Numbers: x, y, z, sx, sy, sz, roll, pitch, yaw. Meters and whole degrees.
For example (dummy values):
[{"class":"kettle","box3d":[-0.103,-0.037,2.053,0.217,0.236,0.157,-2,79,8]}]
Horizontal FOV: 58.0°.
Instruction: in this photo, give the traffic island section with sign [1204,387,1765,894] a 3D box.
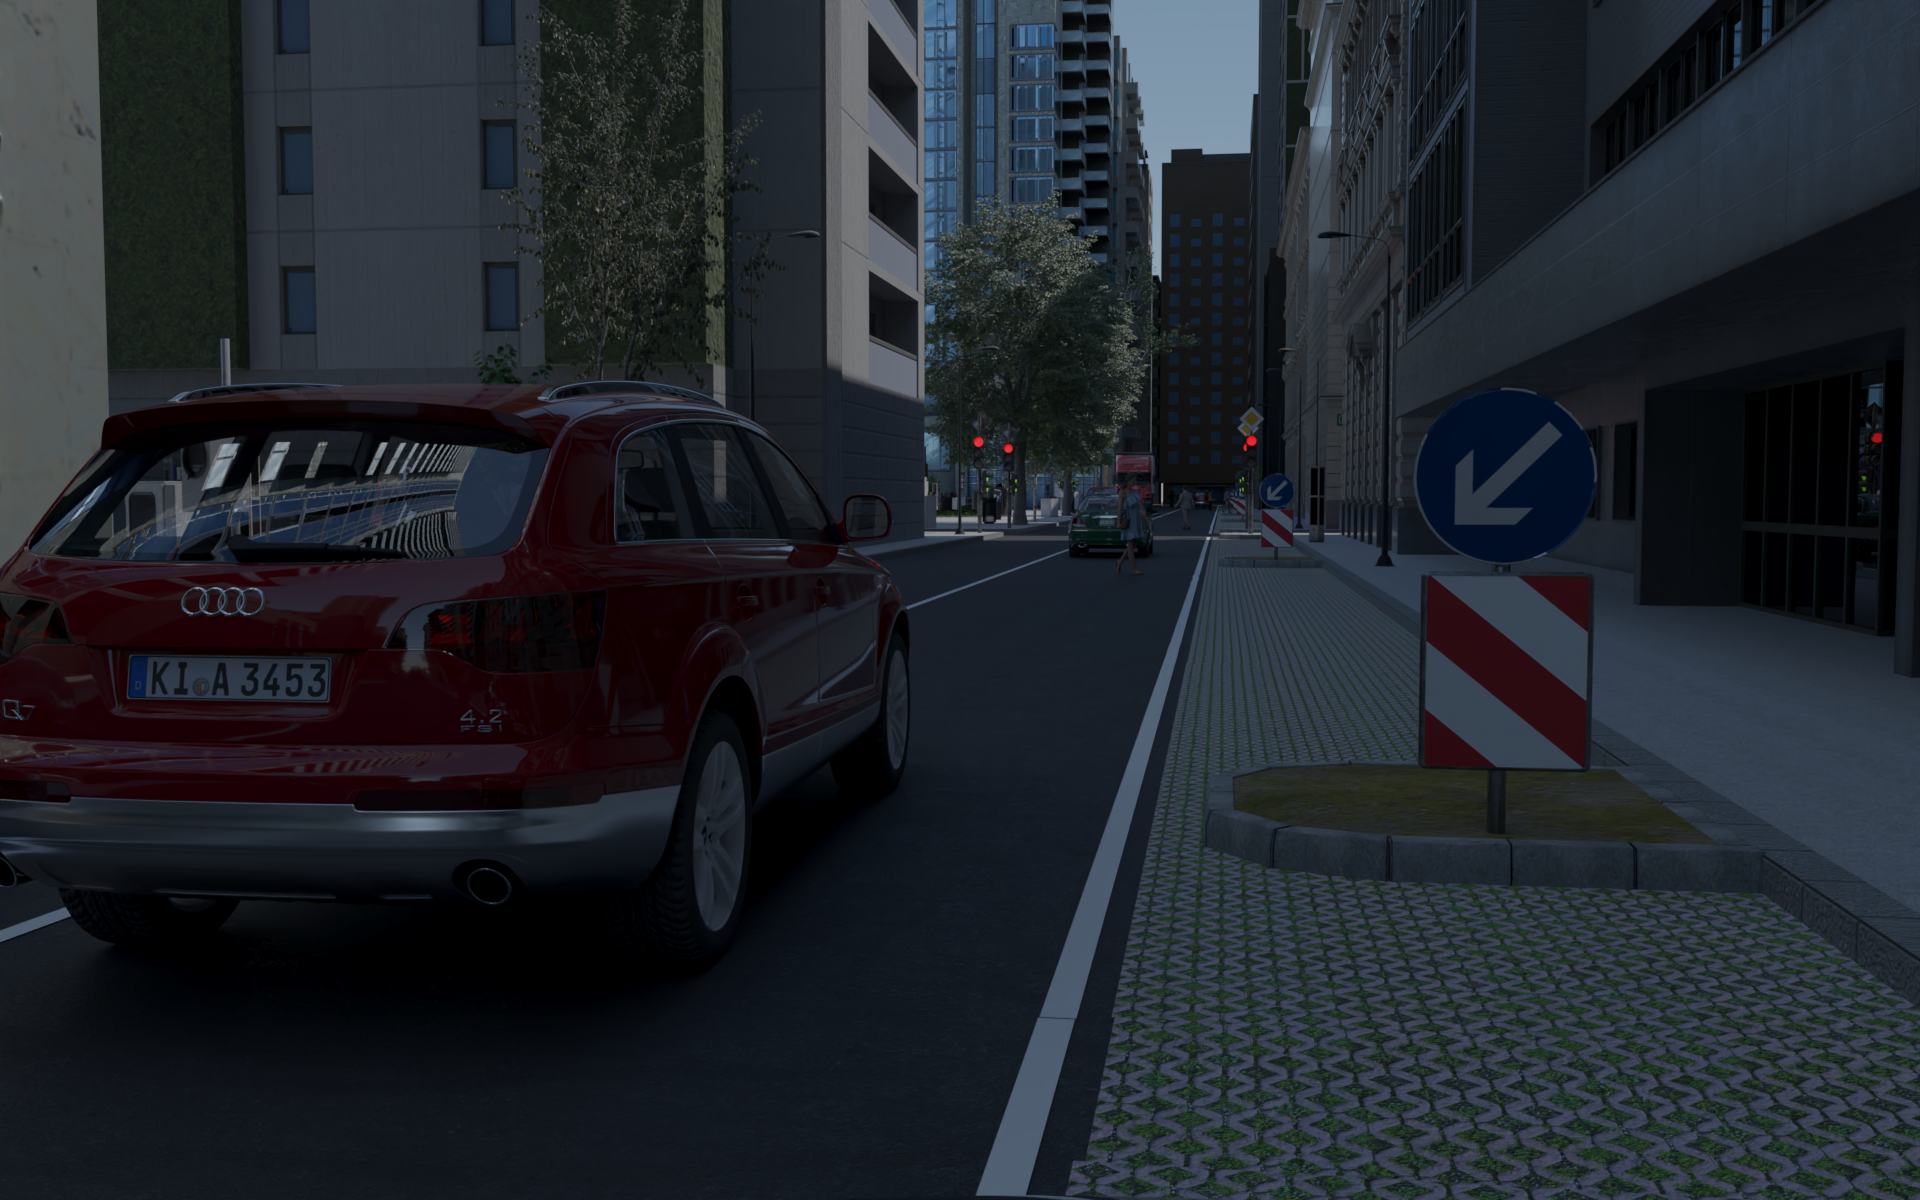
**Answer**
[{"class":"traffic island section with sign","box3d":[2.038,0.085,7.241,1.989,1.847,2.006,1,4,9]}]

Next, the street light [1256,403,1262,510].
[{"class":"street light","box3d":[15.816,-7.098,88.597,1.470,5.913,1.316,1,4,9]}]

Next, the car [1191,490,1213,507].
[{"class":"car","box3d":[23.587,-9.823,169.280,2.281,1.827,5.304,1,4,8]}]

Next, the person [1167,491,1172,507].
[{"class":"person","box3d":[23.131,-11.117,190.273,0.705,1.822,1.348,2,4,35]}]

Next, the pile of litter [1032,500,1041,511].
[{"class":"pile of litter","box3d":[6.428,-7.360,134.299,1.719,0.858,1.176,0,4,0]}]

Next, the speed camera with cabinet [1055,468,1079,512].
[{"class":"speed camera with cabinet","box3d":[7.572,-7.868,122.983,0.660,3.252,2.038,3,5,43]}]

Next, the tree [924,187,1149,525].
[{"class":"tree","box3d":[2.387,-10.090,71.621,9.857,13.997,8.962,0,3,0]}]

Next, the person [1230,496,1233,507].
[{"class":"person","box3d":[29.353,-10.888,187.239,1.217,1.743,0.721,3,4,38]}]

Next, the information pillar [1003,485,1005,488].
[{"class":"information pillar","box3d":[3.271,-7.951,134.492,0.304,2.012,0.304,3,5,45]}]

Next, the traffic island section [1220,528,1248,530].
[{"class":"traffic island section","box3d":[10.567,-2.529,63.635,2.009,0.180,2.903,1,4,9]}]

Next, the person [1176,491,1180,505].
[{"class":"person","box3d":[26.240,-12.241,209.171,0.617,1.759,0.750,3,4,37]}]

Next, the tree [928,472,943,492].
[{"class":"tree","box3d":[-2.363,-8.879,139.774,1.663,3.219,1.824,0,3,0]}]

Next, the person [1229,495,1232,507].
[{"class":"person","box3d":[26.856,-9.906,170.462,1.348,1.824,0.705,-3,4,-39]}]

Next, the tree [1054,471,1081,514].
[{"class":"tree","box3d":[6.989,-7.121,111.027,1.663,3.219,1.824,0,3,0]}]

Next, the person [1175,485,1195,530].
[{"class":"person","box3d":[9.026,-3.700,69.273,0.678,1.792,0.850,-2,4,-25]}]

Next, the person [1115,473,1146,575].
[{"class":"person","box3d":[2.976,-1.358,30.790,0.616,1.811,0.778,-2,4,-35]}]

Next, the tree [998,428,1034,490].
[{"class":"tree","box3d":[4.503,-10.294,118.671,4.360,8.622,3.978,0,3,0]}]

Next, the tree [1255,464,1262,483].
[{"class":"tree","box3d":[25.410,-9.594,140.568,4.285,4.588,4.351,0,3,0]}]

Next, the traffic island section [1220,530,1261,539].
[{"class":"traffic island section","box3d":[9.372,-2.046,55.739,2.009,0.180,2.903,1,4,9]}]

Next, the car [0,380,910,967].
[{"class":"car","box3d":[-1.510,0.108,6.900,2.281,1.827,5.304,0,4,8]}]

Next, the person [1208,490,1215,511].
[{"class":"person","box3d":[21.031,-8.348,145.081,0.705,1.812,1.348,-1,4,-13]}]

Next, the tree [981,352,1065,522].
[{"class":"tree","box3d":[3.263,-7.888,79.329,4.737,8.622,4.395,0,3,0]}]

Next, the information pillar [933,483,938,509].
[{"class":"information pillar","box3d":[-1.660,-6.812,115.861,0.304,2.012,0.304,0,4,7]}]

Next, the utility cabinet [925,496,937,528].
[{"class":"utility cabinet","box3d":[-1.202,-3.320,65.445,0.306,1.237,1.020,1,4,20]}]

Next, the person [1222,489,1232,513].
[{"class":"person","box3d":[20.158,-7.463,130.620,0.850,1.850,0.679,-1,4,-10]}]

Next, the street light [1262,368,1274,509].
[{"class":"street light","box3d":[12.032,-5.600,64.104,1.470,5.913,1.316,1,4,9]}]

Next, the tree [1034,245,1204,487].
[{"class":"tree","box3d":[11.639,-16.836,131.161,12.611,20.169,13.585,0,3,0]}]

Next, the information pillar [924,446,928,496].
[{"class":"information pillar","box3d":[-1.849,-5.715,84.799,0.504,3.616,0.183,3,5,39]}]

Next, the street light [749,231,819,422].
[{"class":"street light","box3d":[-3.174,-3.563,30.793,1.470,5.913,1.316,1,4,9]}]

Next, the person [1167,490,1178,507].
[{"class":"person","box3d":[22.835,-10.867,186.196,1.348,1.821,0.705,2,4,33]}]

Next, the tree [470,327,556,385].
[{"class":"tree","box3d":[-5.333,-1.567,20.222,1.663,3.219,1.824,0,3,0]}]

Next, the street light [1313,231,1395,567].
[{"class":"street light","box3d":[7.013,-3.557,30.698,1.470,5.913,1.316,1,4,9]}]

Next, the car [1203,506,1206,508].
[{"class":"car","box3d":[24.553,-10.433,179.380,1.959,1.807,4.718,1,4,10]}]

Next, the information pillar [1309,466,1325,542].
[{"class":"information pillar","box3d":[9.521,-2.549,46.176,0.304,2.012,0.304,3,5,44]}]

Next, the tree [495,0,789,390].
[{"class":"tree","box3d":[-4.848,-4.576,25.183,4.360,8.622,3.978,0,3,0]}]

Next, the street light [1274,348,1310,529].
[{"class":"street light","box3d":[10.853,-5.061,55.287,1.470,5.913,1.316,1,4,9]}]

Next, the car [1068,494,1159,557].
[{"class":"car","box3d":[3.588,-1.770,40.732,2.131,1.459,4.920,1,4,8]}]

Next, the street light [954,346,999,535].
[{"class":"street light","box3d":[0.528,-5.025,54.697,1.470,5.913,1.316,1,4,9]}]

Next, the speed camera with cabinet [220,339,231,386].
[{"class":"speed camera with cabinet","box3d":[-10.020,-1.716,22.395,2.038,3.252,0.660,3,4,36]}]
